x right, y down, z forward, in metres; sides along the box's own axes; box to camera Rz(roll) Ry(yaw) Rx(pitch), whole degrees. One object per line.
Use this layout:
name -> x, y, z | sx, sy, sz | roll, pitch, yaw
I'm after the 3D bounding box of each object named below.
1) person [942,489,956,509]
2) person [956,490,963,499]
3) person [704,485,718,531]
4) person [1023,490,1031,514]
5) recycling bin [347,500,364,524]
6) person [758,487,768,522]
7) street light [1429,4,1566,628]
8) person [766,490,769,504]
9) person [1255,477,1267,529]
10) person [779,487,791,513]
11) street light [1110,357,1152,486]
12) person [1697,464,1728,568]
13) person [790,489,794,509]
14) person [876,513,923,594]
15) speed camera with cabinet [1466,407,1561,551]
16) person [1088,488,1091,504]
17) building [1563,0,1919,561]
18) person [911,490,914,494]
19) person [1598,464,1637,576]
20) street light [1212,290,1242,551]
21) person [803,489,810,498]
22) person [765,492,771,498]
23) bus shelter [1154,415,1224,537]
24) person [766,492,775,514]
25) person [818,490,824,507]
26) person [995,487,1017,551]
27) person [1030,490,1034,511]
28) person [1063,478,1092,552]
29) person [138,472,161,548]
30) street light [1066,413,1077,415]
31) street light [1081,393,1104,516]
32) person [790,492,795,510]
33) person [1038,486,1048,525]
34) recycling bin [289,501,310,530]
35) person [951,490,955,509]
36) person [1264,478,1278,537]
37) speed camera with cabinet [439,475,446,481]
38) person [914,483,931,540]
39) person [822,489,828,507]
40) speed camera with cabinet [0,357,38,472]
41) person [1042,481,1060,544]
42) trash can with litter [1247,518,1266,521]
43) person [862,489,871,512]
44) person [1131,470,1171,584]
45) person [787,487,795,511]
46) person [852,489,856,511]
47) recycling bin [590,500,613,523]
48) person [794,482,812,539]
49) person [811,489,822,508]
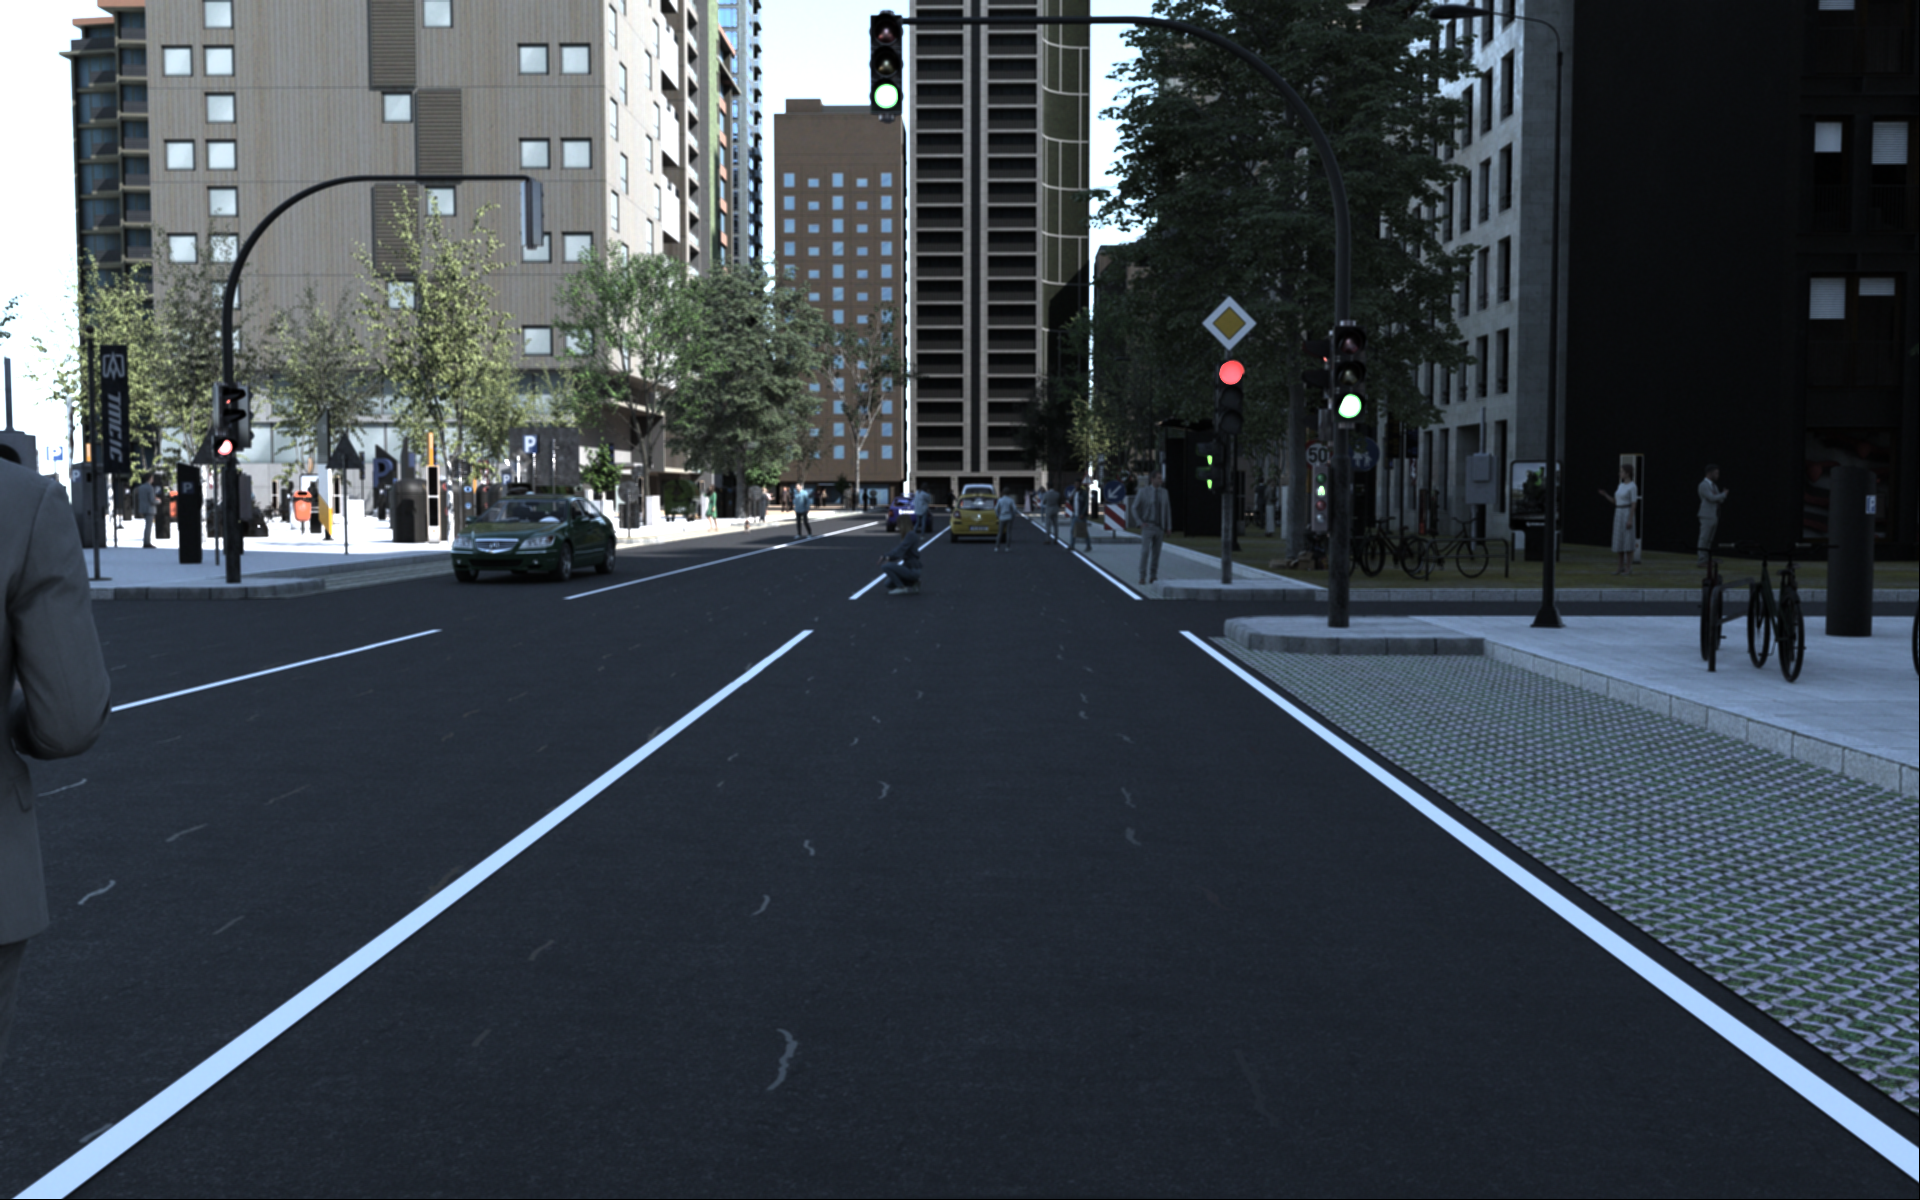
person -> -0.857, -8.173, 141.758 | 1.348, 1.869, 0.705 | 2, 4, 29
person -> 0.192, -9.655, 166.372 | 1.348, 1.822, 0.705 | 2, 4, 32
person -> -9.429, -3.504, 66.036 | 0.529, 1.795, 0.600 | -3, 4, -37
person -> 4.786, -7.022, 123.972 | 0.621, 1.740, 0.551 | 0, 4, -3
recycling bin -> -25.893, -3.757, 73.979 | 0.722, 1.027, 0.722 | -2, 4, -27
person -> -9.831, -4.729, 86.249 | 0.534, 1.772, 0.576 | 0, 4, 1
street light -> 5.147, -2.694, 16.593 | 1.470, 5.913, 1.316 | 0, 4, 1
person -> -19.087, -10.138, 172.313 | 0.721, 1.766, 1.217 | -1, 4, -16
person -> 11.153, -3.567, 63.721 | 0.648, 1.900, 0.474 | 0, 4, -4
person -> -12.117, -6.925, 119.814 | 0.990, 1.755, 0.434 | 2, 4, 29
street light -> 5.934, -5.282, 58.895 | 1.470, 5.913, 1.316 | 0, 4, 1
person -> 13.087, -1.461, 30.111 | 0.466, 1.800, 0.511 | 2, 4, 30
person -> -14.303, -8.555, 146.630 | 0.721, 1.735, 1.217 | -1, 4, -16
person -> -0.909, -0.665, 24.879 | 0.738, 1.151, 1.012 | 0, 4, 5
speed camera with cabinet -> 12.590, -2.754, 39.363 | 2.038, 3.252, 0.660 | 1, 4, 22
person -> 10.285, -8.092, 138.481 | 1.348, 1.807, 0.705 | 2, 4, 26
building -> 23.519, -12.755, 38.220 | 15.834, 23.373, 12.332 | 0, 4, 1
person -> -4.767, -9.980, 171.688 | 0.705, 1.821, 1.348 | 1, 4, 8
person -> 10.409, -1.268, 27.343 | 0.524, 1.755, 0.480 | -1, 4, -17
street light -> 5.646, -4.058, 38.887 | 1.470, 5.913, 1.316 | 0, 4, 1
person -> -12.849, -8.244, 141.656 | 1.217, 1.723, 0.721 | 1, 4, 9
person -> -19.138, -9.965, 169.707 | 1.217, 1.736, 0.721 | -2, 4, -25
bus shelter -> 7.238, -3.861, 54.417 | 1.731, 3.624, 6.357 | 0, 4, 1
person -> -12.366, -6.237, 111.203 | 0.628, 1.438, 0.799 | 2, 4, 35
person -> -13.826, -10.053, 171.214 | 0.742, 1.727, 0.445 | 0, 4, -8
person -> 1.154, -2.026, 43.440 | 0.589, 1.601, 0.330 | 1, 4, 17
person -> 5.373, -7.464, 131.344 | 0.445, 1.727, 0.742 | 0, 4, -3
person -> 2.940, -2.077, 42.443 | 0.713, 1.824, 0.794 | -2, 4, -26
person -> -19.268, -2.144, 41.298 | 0.606, 1.804, 0.583 | 2, 4, 31
street light -> 6.765, -7.763, 99.469 | 1.470, 5.913, 1.316 | 0, 4, 1
street light -> 6.373, -6.540, 79.463 | 1.470, 5.913, 1.316 | 0, 4, 1
person -> -13.303, -7.834, 137.368 | 0.697, 1.427, 0.421 | -1, 4, -21
person -> 3.914, -4.326, 79.502 | 0.793, 1.790, 0.793 | -3, 4, -37
recycling bin -> -23.666, -3.037, 62.201 | 0.722, 1.027, 0.722 | -1, 4, -18
person -> -0.681, -9.836, 169.190 | 0.599, 1.838, 0.709 | 1, 4, 22
person -> 9.240, -2.738, 51.359 | 0.362, 1.759, 0.519 | -1, 4, -9
speed camera with cabinet -> -25.920, -5.568, 85.375 | 0.660, 3.252, 2.038 | 0, 4, 8
person -> -1.236, -2.791, 54.396 | 0.793, 1.790, 0.793 | 0, 4, 8
person -> -13.517, -10.208, 172.948 | 0.705, 1.823, 1.348 | 1, 4, 20
speed camera with cabinet -> -14.433, -1.867, 24.857 | 2.038, 3.252, 0.660 | -1, 4, -12
person -> 2.600, -2.518, 49.842 | 0.511, 1.800, 0.466 | -2, 4, -33
trash can with litter -> 14.554, -4.472, 84.171 | 2.233, 1.210, 1.678 | -3, 4, -38
person -> -7.627, -8.092, 140.433 | 0.705, 1.869, 1.348 | 1, 4, 23
person -> 3.058, -1.159, 27.542 | 0.635, 1.810, 0.391 | -2, 4, -28
person -> -12.699, -7.466, 128.133 | 0.705, 1.821, 1.348 | 2, 4, 34
person -> -8.476, -7.963, 138.836 | 0.705, 1.807, 1.348 | 0, 4, -4
recycling bin -> -14.606, -3.549, 70.586 | 0.722, 1.027, 0.722 | 1, 4, 15
person -> -5.070, -2.902, 55.963 | 0.660, 1.820, 0.620 | 2, 4, 32
person -> -13.130, -9.260, 158.157 | 1.217, 1.743, 0.721 | -1, 4, -23
